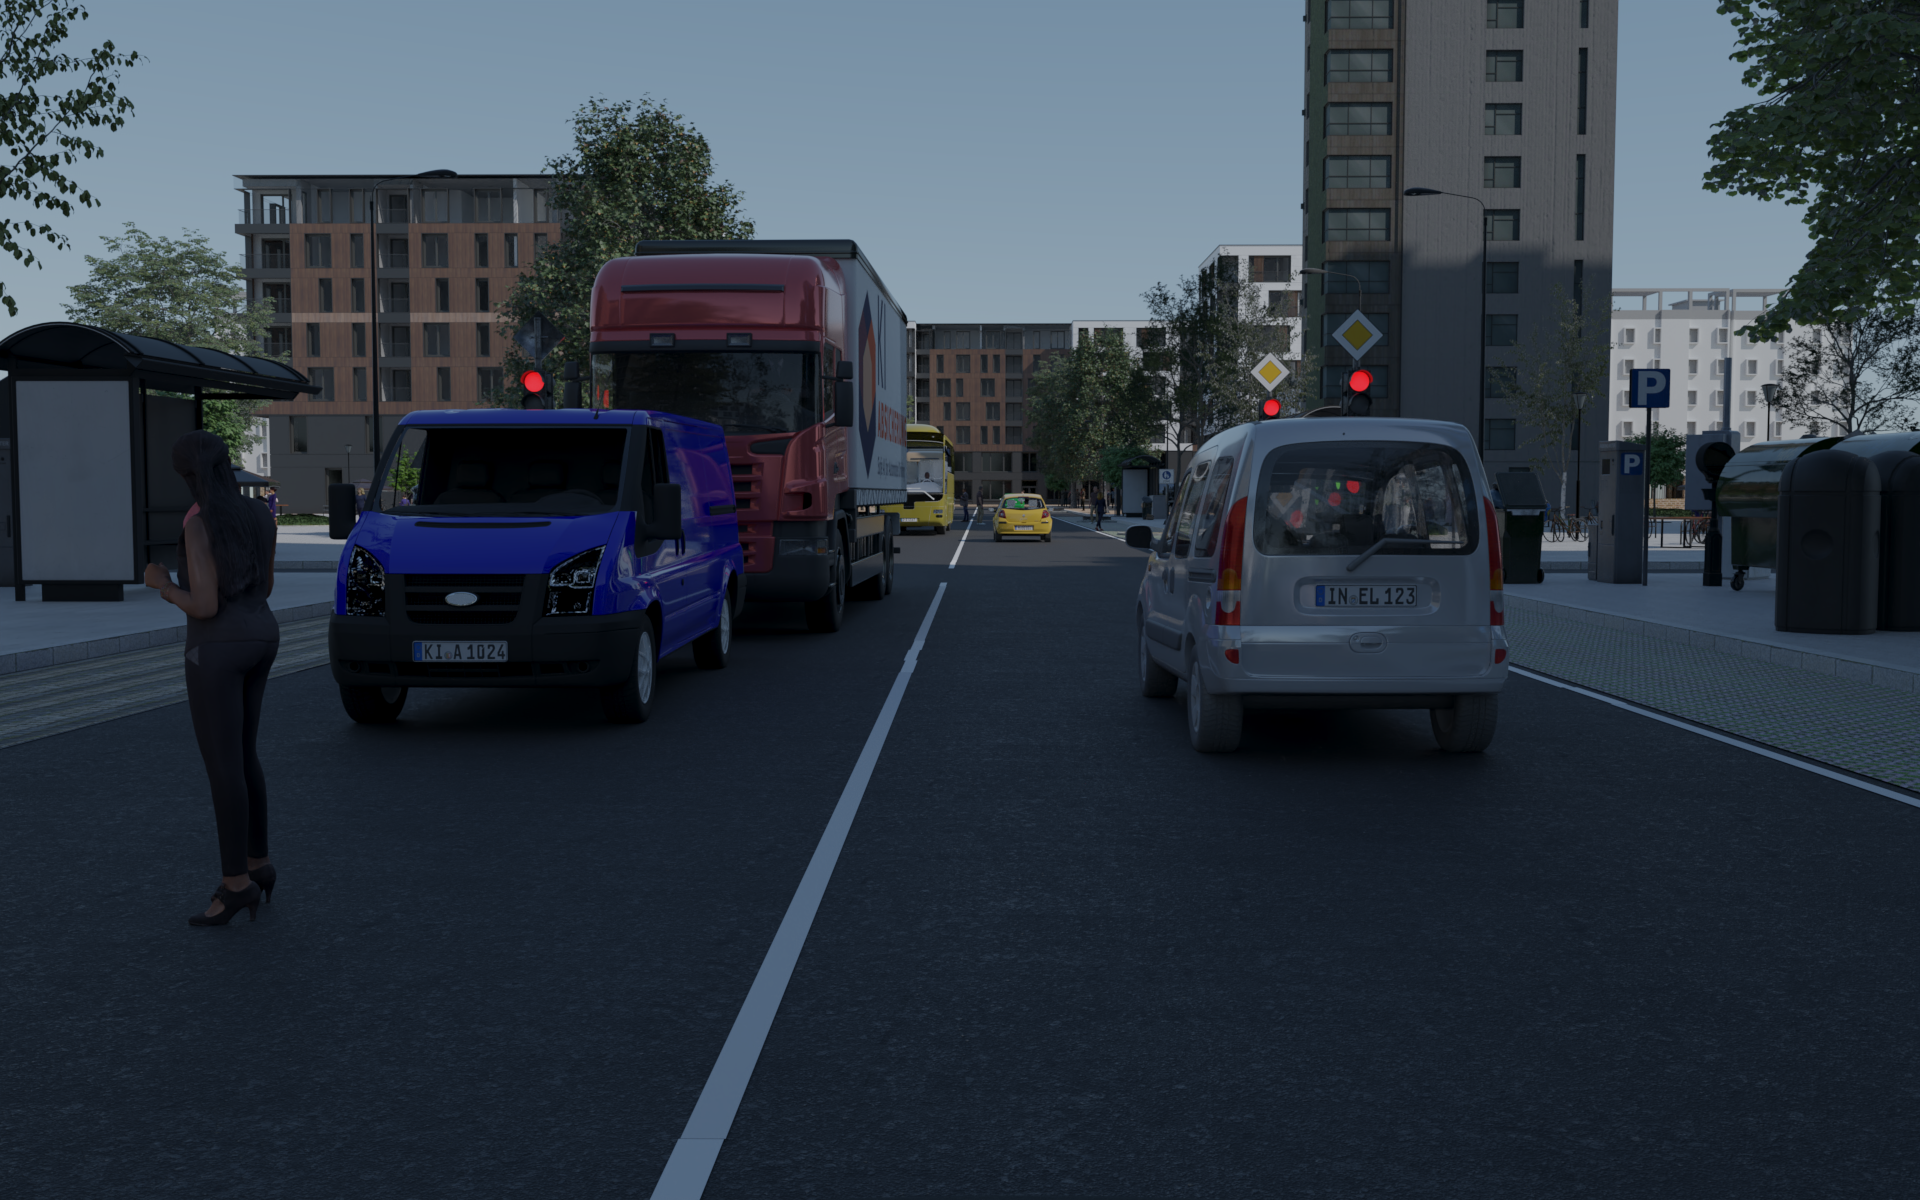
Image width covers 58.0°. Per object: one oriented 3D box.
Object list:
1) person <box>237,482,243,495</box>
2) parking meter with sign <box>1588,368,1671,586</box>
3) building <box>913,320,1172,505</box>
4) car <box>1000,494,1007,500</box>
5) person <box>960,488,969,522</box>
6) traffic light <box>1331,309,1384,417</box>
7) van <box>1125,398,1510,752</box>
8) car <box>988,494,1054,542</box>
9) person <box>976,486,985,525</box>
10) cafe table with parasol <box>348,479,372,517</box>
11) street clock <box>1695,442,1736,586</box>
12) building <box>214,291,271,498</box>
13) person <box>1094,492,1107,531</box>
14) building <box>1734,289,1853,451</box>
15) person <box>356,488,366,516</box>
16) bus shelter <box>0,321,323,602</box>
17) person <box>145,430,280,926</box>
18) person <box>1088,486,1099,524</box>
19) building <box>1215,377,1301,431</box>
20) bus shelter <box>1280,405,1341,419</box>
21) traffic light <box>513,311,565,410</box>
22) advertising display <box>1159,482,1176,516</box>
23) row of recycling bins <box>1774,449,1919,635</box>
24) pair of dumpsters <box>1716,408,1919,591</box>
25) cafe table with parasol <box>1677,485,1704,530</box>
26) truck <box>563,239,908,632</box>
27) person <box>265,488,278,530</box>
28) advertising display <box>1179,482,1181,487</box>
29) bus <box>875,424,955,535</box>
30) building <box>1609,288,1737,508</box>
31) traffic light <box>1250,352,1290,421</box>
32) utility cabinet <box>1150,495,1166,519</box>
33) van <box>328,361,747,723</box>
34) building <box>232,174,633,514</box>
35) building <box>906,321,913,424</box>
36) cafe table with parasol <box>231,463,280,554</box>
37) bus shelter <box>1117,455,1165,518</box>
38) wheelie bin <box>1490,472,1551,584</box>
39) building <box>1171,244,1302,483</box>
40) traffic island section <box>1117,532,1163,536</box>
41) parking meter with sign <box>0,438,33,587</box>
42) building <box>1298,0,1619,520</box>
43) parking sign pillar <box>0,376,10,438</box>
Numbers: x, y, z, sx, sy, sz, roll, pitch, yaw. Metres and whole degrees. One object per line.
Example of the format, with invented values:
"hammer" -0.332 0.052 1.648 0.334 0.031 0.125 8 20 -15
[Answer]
"person" -14.256 -1.559 33.997 0.523 1.526 0.387 0 4 -1
"parking meter with sign" 9.551 -1.755 24.948 0.543 3.016 1.738 0 4 -2
"building" 11.249 -22.848 217.543 32.646 21.610 27.936 0 4 1
"car" 4.103 -7.757 135.621 1.959 1.807 4.718 0 4 0
"person" 0.212 -4.884 89.174 0.431 1.722 0.655 1 4 19
"traffic light" 6.007 -2.294 26.423 0.839 4.253 0.868 0 4 1
"van" 2.110 -0.243 10.981 2.013 2.044 4.112 0 4 0
"car" 1.880 -2.610 52.896 2.015 1.641 3.980 0 3 0
"person" 0.986 -4.452 81.420 0.434 1.807 0.598 0 4 -1
"cafe table with parasol" -26.509 -4.405 76.888 2.610 1.966 2.610 0 4 2
"street clock" 10.482 -1.193 24.072 0.471 2.002 0.358 0 4 -4
"building" -63.329 -19.069 168.193 11.380 20.091 16.016 0 4 1
"person" 5.420 -3.426 67.052 0.480 1.512 0.613 1 4 14
"building" 75.978 -18.938 166.063 11.380 20.091 16.016 0 4 1
"person" -21.243 -3.234 61.460 0.480 1.512 0.613 -1 4 -12
"bus shelter" -10.522 -1.785 23.103 2.014 3.302 5.546 0 4 1
"person" -2.526 0.251 5.872 0.415 1.643 0.593 -2 4 -31
"person" 6.431 -4.539 82.848 0.598 1.807 0.434 3 4 38
"building" 25.165 -11.388 128.334 9.099 9.664 28.070 0 4 1
"bus shelter" 8.576 -2.962 42.354 2.014 3.302 5.546 0 4 1
"traffic light" -6.433 -2.303 26.573 0.839 4.253 0.868 0 4 1
"advertising display" 11.885 -5.790 99.885 0.974 1.923 0.123 -1 4 -11
"row of recycling bins" 9.294 -0.588 16.728 3.534 1.692 1.069 -2 4 -28
"pair of dumpsters" 10.810 -1.124 20.866 1.574 2.255 4.437 0 4 1
"cafe table with parasol" 26.703 -3.440 61.105 2.610 1.966 2.610 1 4 22
"truck" -2.265 -1.988 21.411 2.839 4.237 11.283 0 4 2
"person" -24.270 -3.208 60.861 0.453 1.535 0.546 2 4 35
"advertising display" 12.632 -5.802 100.073 0.123 1.923 0.974 1 4 17
"bus" -1.609 -4.462 64.496 2.896 3.916 12.252 0 4 1
"building" 64.592 -18.915 165.672 11.380 20.091 16.016 0 4 1
"traffic light" 6.114 -2.782 34.407 0.839 4.253 0.868 0 4 1
"utility cabinet" 10.184 -4.758 88.959 1.020 1.237 0.306 -3 4 -38
"van" -2.866 -0.503 12.613 2.240 2.365 5.245 0 4 1
"building" -32.254 -17.325 127.237 27.936 21.610 32.646 0 4 1
"building" -21.391 -22.890 218.227 32.646 21.610 27.936 0 4 1
"cafe table with parasol" -15.499 -1.945 36.659 2.610 1.966 2.610 3 5 41
"bus shelter" 9.599 -6.013 92.232 2.014 3.302 5.546 0 4 1
"wheelie bin" 7.960 -1.040 24.915 0.980 1.594 0.693 0 4 -8
"building" 35.357 -19.215 158.136 27.936 21.610 32.646 0 4 1
"traffic island section" 6.493 -2.291 60.328 1.991 0.108 1.994 0 4 1
"parking meter with sign" -13.334 -1.697 24.014 1.738 3.016 0.543 0 3 0
"building" 24.829 -19.497 90.480 14.160 30.474 14.107 0 4 1
"parking sign pillar" -20.157 -2.912 36.088 1.447 3.967 1.447 3 5 43
